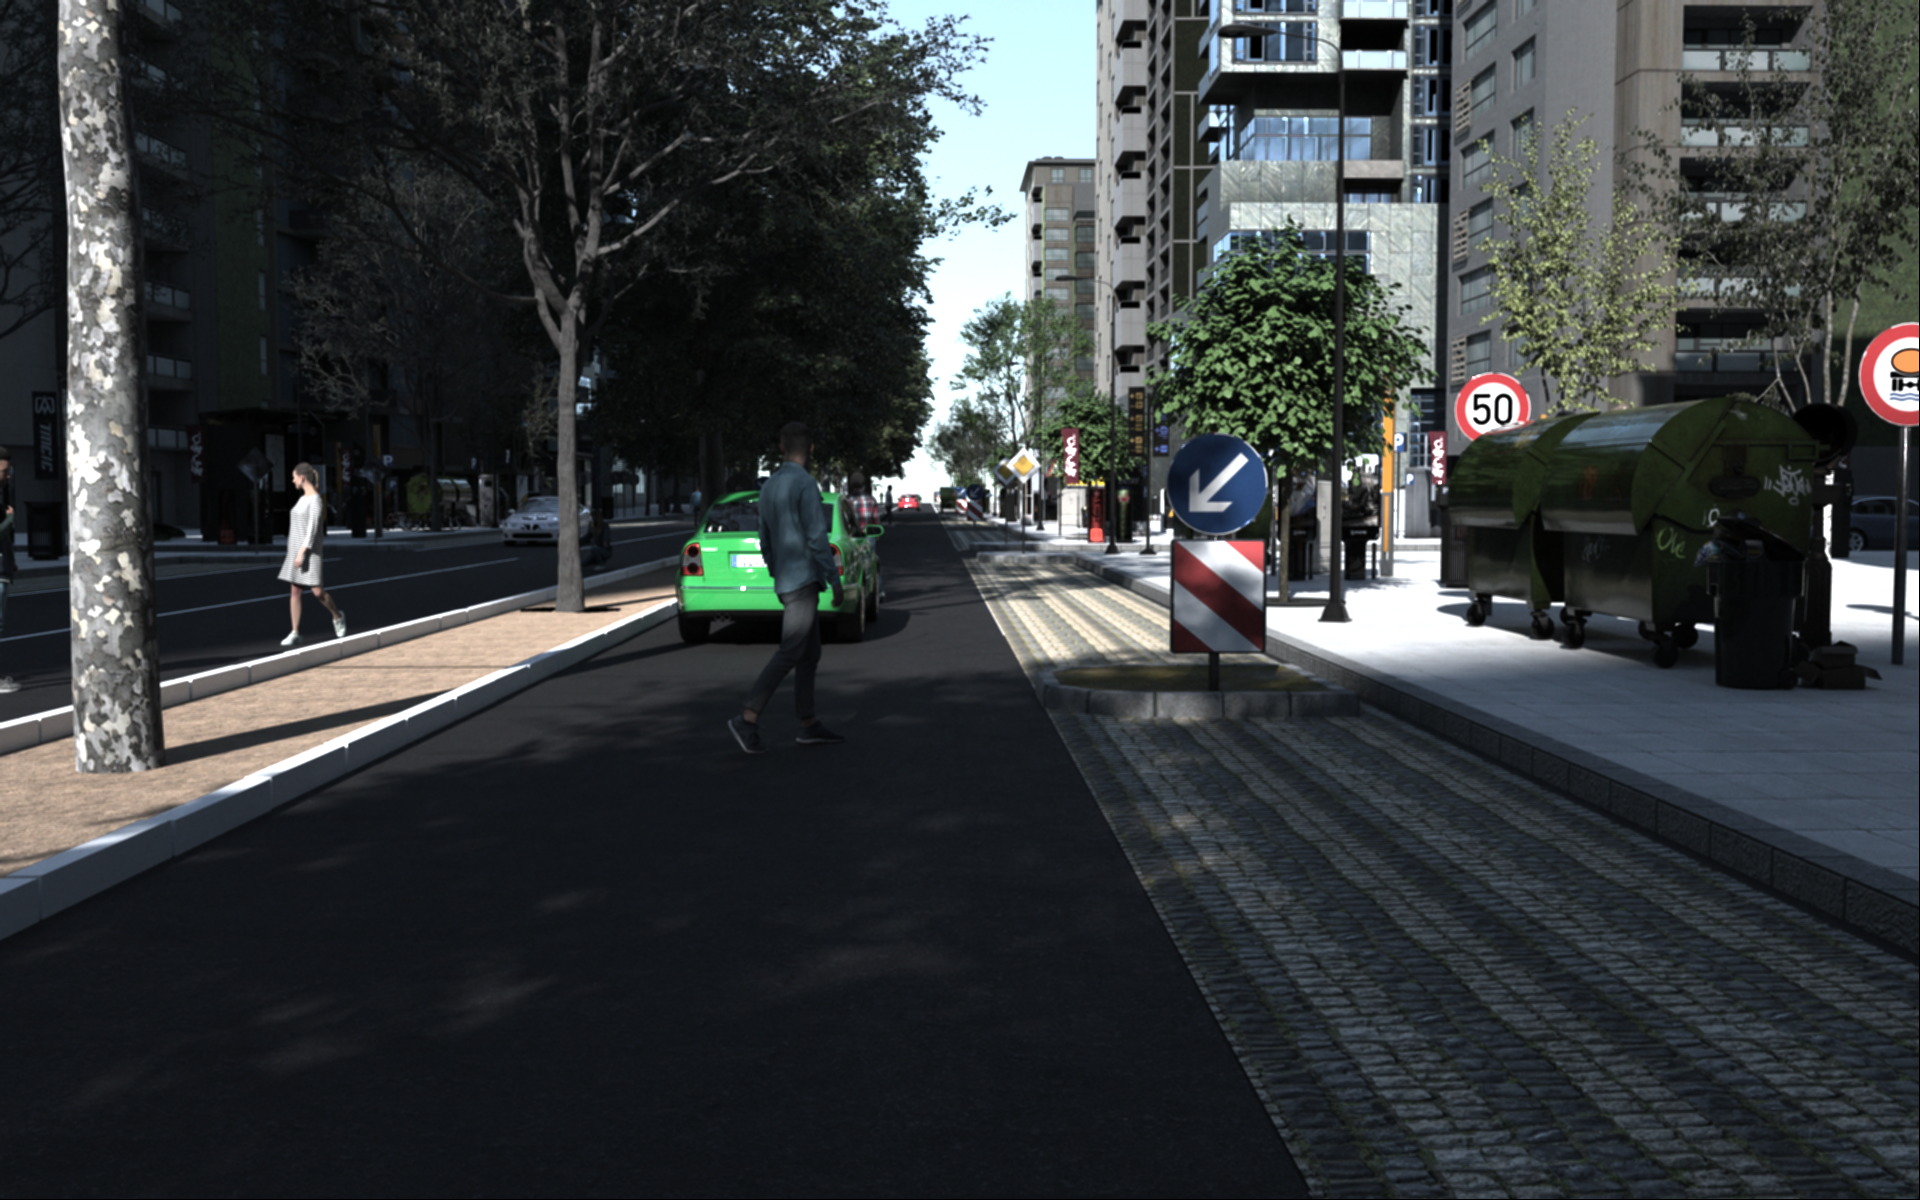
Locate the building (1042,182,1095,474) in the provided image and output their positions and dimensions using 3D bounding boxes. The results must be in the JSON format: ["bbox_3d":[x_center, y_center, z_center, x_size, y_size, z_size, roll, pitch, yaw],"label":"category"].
[{"bbox_3d":[17.718,-33.383,229.410,14.154,41.232,14.086,0,4,-1],"label":"building"}]

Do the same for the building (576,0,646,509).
[{"bbox_3d":[-41.537,-51.963,162.265,22.319,86.520,31.000,0,4,-1],"label":"building"}]

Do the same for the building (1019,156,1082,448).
[{"bbox_3d":[24.046,-41.387,265.919,28.713,52.752,27.495,0,4,-1],"label":"building"}]

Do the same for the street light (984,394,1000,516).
[{"bbox_3d":[1.962,-6.598,80.414,1.470,5.913,1.316,0,4,-1],"label":"street light"}]

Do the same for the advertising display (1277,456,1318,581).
[{"bbox_3d":[4.988,-1.248,25.612,0.123,1.923,0.974,3,5,40],"label":"advertising display"}]

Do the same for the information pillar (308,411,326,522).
[{"bbox_3d":[-18.138,-3.518,48.870,0.504,3.616,0.183,1,4,20],"label":"information pillar"}]

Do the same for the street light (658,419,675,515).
[{"bbox_3d":[-17.765,-8.151,105.802,1.470,5.913,1.316,0,4,-1],"label":"street light"}]

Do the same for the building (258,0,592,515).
[{"bbox_3d":[-41.123,-29.299,133.664,22.147,44.769,28.867,0,4,-1],"label":"building"}]

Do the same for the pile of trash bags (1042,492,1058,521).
[{"bbox_3d":[4.709,-4.579,84.623,1.912,1.369,3.447,-1,4,-20],"label":"pile of trash bags"}]

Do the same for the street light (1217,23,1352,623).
[{"bbox_3d":[3.241,-2.737,17.287,1.470,5.913,1.316,0,4,-1],"label":"street light"}]

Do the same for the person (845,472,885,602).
[{"bbox_3d":[-1.300,-0.828,22.872,0.563,1.720,0.643,-2,4,-30],"label":"person"}]

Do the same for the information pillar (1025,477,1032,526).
[{"bbox_3d":[2.699,-4.006,69.982,0.304,2.012,0.304,-3,4,-36],"label":"information pillar"}]

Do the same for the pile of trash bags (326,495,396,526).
[{"bbox_3d":[-24.167,-3.630,69.110,3.447,1.369,1.912,0,4,7],"label":"pile of trash bags"}]

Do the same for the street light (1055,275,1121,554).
[{"bbox_3d":[2.717,-3.935,36.884,1.470,5.913,1.316,0,4,-1],"label":"street light"}]

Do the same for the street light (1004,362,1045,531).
[{"bbox_3d":[2.296,-5.405,60.907,1.470,5.913,1.316,0,4,-1],"label":"street light"}]

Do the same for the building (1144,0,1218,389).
[{"bbox_3d":[23.503,-42.437,132.102,20.563,71.187,20.611,0,4,-1],"label":"building"}]

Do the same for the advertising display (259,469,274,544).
[{"bbox_3d":[-17.795,-2.399,44.430,0.123,1.923,0.974,-2,4,-35],"label":"advertising display"}]

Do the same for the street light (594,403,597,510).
[{"bbox_3d":[-17.455,-6.899,85.342,1.470,5.913,1.316,0,4,-1],"label":"street light"}]

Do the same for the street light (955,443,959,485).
[{"bbox_3d":[0.490,-11.275,156.881,1.470,5.913,1.316,0,4,-1],"label":"street light"}]

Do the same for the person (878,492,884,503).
[{"bbox_3d":[-12.264,-15.990,269.963,1.348,1.821,0.705,3,5,42],"label":"person"}]

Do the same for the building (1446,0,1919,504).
[{"bbox_3d":[27.175,-23.281,64.232,14.086,41.232,14.154,0,4,-1],"label":"building"}]

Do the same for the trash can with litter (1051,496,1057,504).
[{"bbox_3d":[4.852,-5.150,95.583,1.055,1.170,0.624,0,4,-5],"label":"trash can with litter"}]

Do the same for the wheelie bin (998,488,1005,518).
[{"bbox_3d":[2.521,-5.179,92.590,0.980,1.594,0.693,-2,4,-24],"label":"wheelie bin"}]

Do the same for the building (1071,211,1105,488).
[{"bbox_3d":[18.345,-24.889,178.630,14.160,30.474,14.107,0,4,-1],"label":"building"}]

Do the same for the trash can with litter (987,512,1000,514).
[{"bbox_3d":[2.443,-6.048,109.942,2.233,1.210,1.678,0,4,1],"label":"trash can with litter"}]

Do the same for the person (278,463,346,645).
[{"bbox_3d":[-6.264,-0.454,16.676,0.466,1.731,0.760,1,4,17],"label":"person"}]

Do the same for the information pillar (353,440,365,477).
[{"bbox_3d":[-25.717,-5.062,74.120,0.504,3.616,0.183,-2,4,-26],"label":"information pillar"}]

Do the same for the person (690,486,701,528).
[{"bbox_3d":[-10.982,-3.892,72.474,0.601,1.785,0.444,1,4,13],"label":"person"}]

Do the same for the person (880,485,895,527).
[{"bbox_3d":[-3.226,-4.159,76.344,0.795,1.843,0.661,0,4,3],"label":"person"}]

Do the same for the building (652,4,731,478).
[{"bbox_3d":[-42.037,-49.737,251.448,20.563,71.187,20.611,0,4,-1],"label":"building"}]

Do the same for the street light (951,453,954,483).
[{"bbox_3d":[0.038,-12.496,176.843,1.470,5.913,1.316,0,4,-1],"label":"street light"}]

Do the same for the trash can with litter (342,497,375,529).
[{"bbox_3d":[-22.047,-3.185,63.465,1.055,1.170,0.624,-3,5,-44],"label":"trash can with litter"}]

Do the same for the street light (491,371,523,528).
[{"bbox_3d":[-16.945,-5.656,65.015,1.470,5.913,1.316,0,4,-1],"label":"street light"}]

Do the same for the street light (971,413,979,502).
[{"bbox_3d":[1.490,-7.791,99.918,1.470,5.913,1.316,0,4,-1],"label":"street light"}]

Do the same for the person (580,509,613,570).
[{"bbox_3d":[-6.832,-1.137,32.587,0.738,1.151,1.012,-3,5,-45],"label":"person"}]

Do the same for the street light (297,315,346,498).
[{"bbox_3d":[-16.599,-4.433,45.018,1.470,5.913,1.316,0,4,-1],"label":"street light"}]

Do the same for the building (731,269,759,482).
[{"bbox_3d":[-39.145,-35.876,270.161,14.154,41.232,14.086,0,4,-1],"label":"building"}]

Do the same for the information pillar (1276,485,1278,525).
[{"bbox_3d":[13.524,-4.980,72.771,0.504,3.616,0.183,1,4,15],"label":"information pillar"}]

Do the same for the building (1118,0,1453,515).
[{"bbox_3d":[22.071,-48.068,98.582,22.319,86.520,31.000,0,4,-1],"label":"building"}]

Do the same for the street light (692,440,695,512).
[{"bbox_3d":[-18.068,-9.090,121.168,1.470,5.913,1.316,0,4,-1],"label":"street light"}]

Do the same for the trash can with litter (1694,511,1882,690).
[{"bbox_3d":[5.512,-0.010,11.547,1.055,1.170,0.624,0,4,0],"label":"trash can with litter"}]

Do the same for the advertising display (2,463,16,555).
[{"bbox_3d":[-19.987,-1.908,36.411,0.123,1.923,0.974,-1,4,-22],"label":"advertising display"}]

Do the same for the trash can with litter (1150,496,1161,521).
[{"bbox_3d":[9.562,-4.439,83.636,1.678,1.210,2.233,-2,4,-30],"label":"trash can with litter"}]

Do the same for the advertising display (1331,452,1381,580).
[{"bbox_3d":[5.906,-1.262,25.843,0.974,1.923,0.123,-3,4,-37],"label":"advertising display"}]

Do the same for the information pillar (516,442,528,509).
[{"bbox_3d":[-19.625,-5.274,77.586,0.504,3.616,0.183,-2,4,-26],"label":"information pillar"}]

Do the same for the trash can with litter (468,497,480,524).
[{"bbox_3d":[-20.969,-3.899,75.142,0.624,1.170,1.055,0,4,-6],"label":"trash can with litter"}]

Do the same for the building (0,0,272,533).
[{"bbox_3d":[-34.251,-23.081,60.975,14.154,41.232,14.086,0,4,-1],"label":"building"}]

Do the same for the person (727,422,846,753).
[{"bbox_3d":[-0.994,-0.088,9.808,0.748,1.841,0.638,-1,4,-23],"label":"person"}]

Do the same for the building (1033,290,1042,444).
[{"bbox_3d":[17.245,-28.961,245.210,14.160,30.474,14.107,0,4,-1],"label":"building"}]

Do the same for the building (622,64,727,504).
[{"bbox_3d":[-42.866,-41.924,227.448,21.231,58.520,28.212,0,4,-1],"label":"building"}]

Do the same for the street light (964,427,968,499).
[{"bbox_3d":[1.186,-8.984,119.425,1.470,5.913,1.316,0,4,-1],"label":"street light"}]

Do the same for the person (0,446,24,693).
[{"bbox_3d":[-7.001,-0.219,12.420,0.623,1.781,0.721,2,4,33],"label":"person"}]

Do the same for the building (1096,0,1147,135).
[{"bbox_3d":[26.865,-34.710,156.742,28.713,52.752,27.495,0,4,-1],"label":"building"}]

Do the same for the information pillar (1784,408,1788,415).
[{"bbox_3d":[22.413,-3.422,47.310,0.504,3.616,0.183,-3,4,-37],"label":"information pillar"}]

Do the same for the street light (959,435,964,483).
[{"bbox_3d":[0.892,-10.016,136.309,1.470,5.913,1.316,0,4,-1],"label":"street light"}]
